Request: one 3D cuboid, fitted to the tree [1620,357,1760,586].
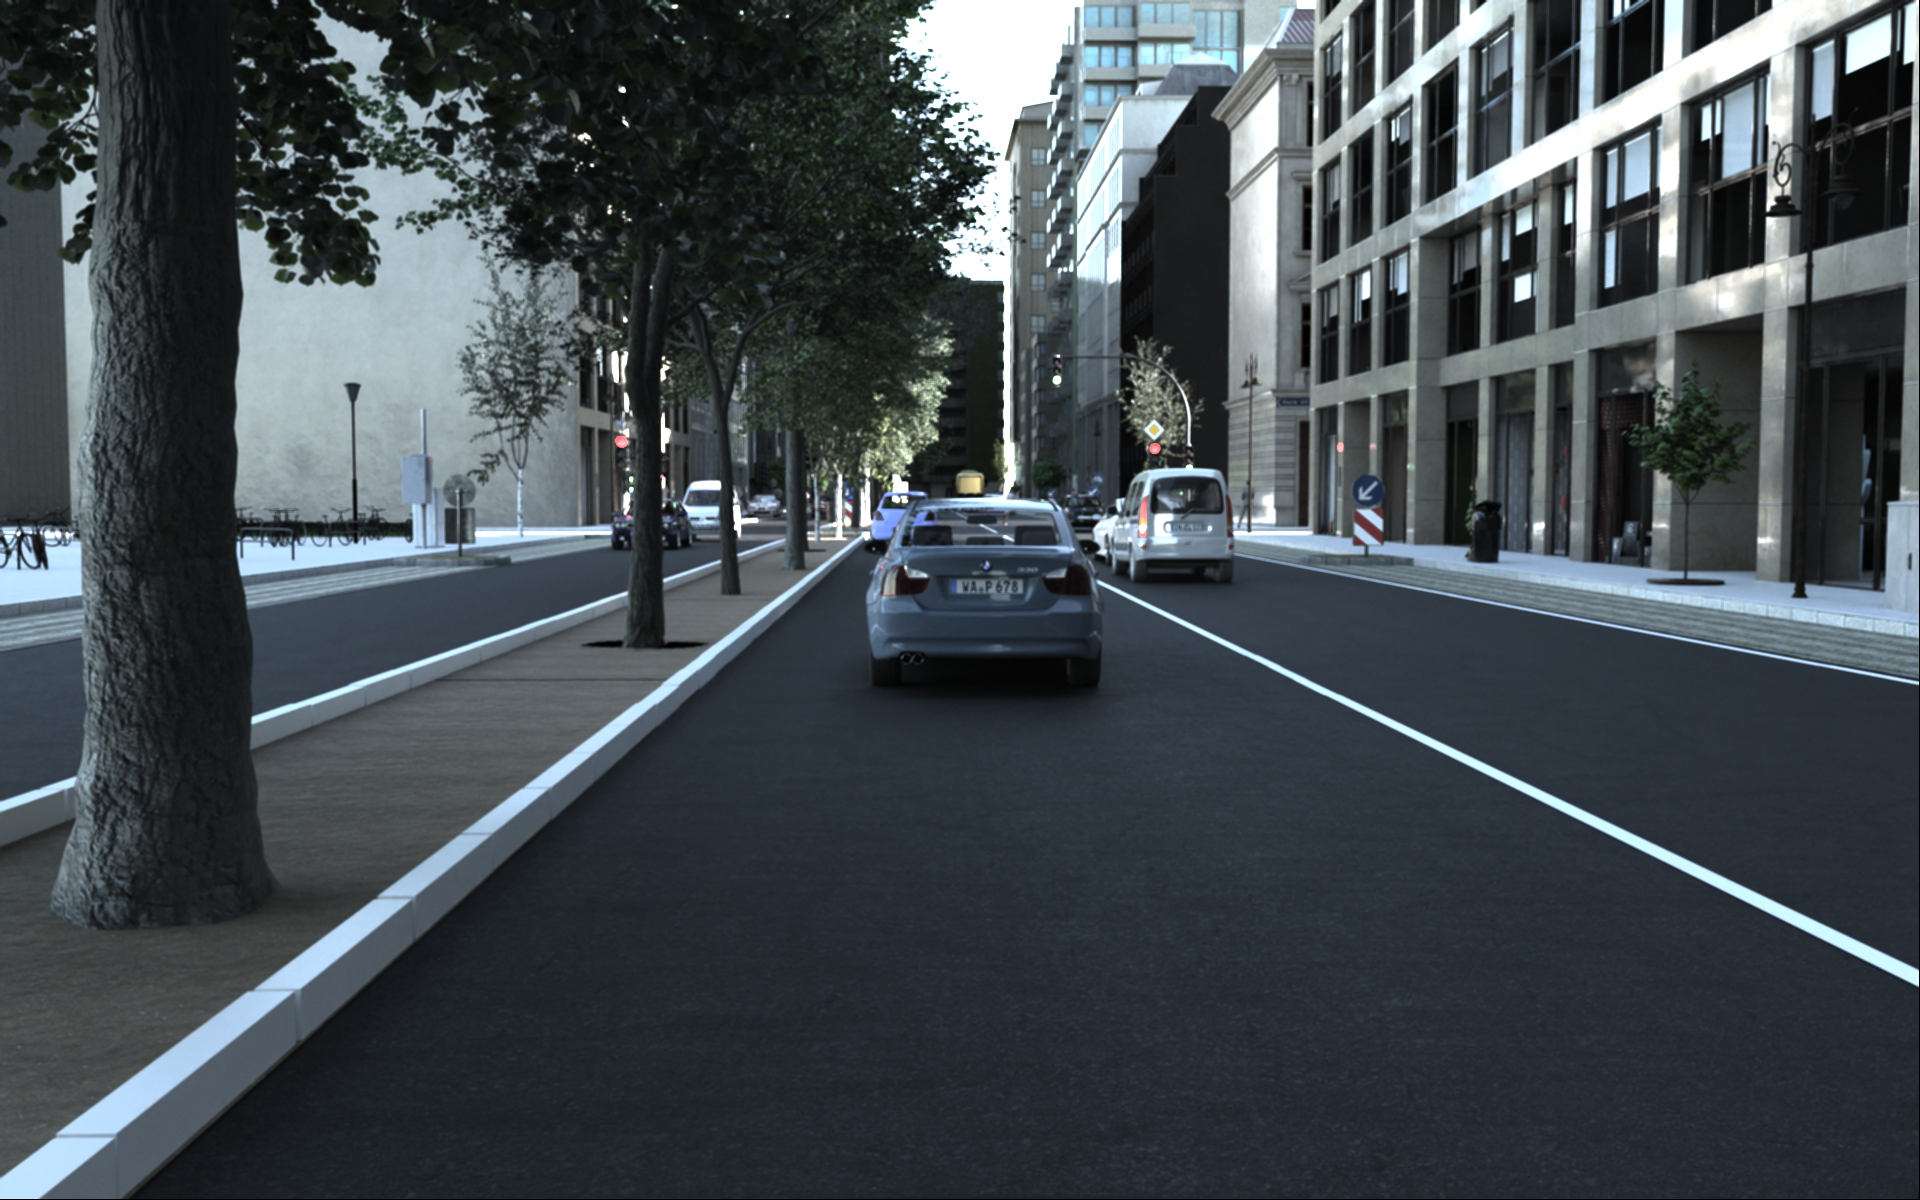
[{"bbox_3d":[10.484,-1.835,24.602,1.663,3.219,1.824,0,3,0],"label":"tree"}]

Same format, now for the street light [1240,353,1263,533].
[{"bbox_3d":[9.538,-5.140,56.823,0.468,5.910,1.993,0,4,-1],"label":"street light"}]

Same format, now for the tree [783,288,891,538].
[{"bbox_3d":[-3.934,-6.297,55.779,4.360,8.622,3.978,0,3,0],"label":"tree"}]

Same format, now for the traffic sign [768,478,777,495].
[{"bbox_3d":[-14.961,-8.446,138.195,0.768,2.556,0.104,0,4,0],"label":"traffic sign"}]

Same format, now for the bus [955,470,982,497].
[{"bbox_3d":[0.957,-11.424,178.321,2.896,3.916,12.252,0,4,-1],"label":"bus"}]

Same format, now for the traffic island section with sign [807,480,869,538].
[{"bbox_3d":[-4.126,-3.001,57.202,2.006,1.907,1.989,0,4,-1],"label":"traffic island section with sign"}]

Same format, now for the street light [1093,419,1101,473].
[{"bbox_3d":[8.276,-8.066,104.667,0.468,5.910,1.993,0,4,-1],"label":"street light"}]

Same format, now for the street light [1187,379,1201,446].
[{"bbox_3d":[9.307,-5.909,69.399,0.468,5.910,1.993,0,4,-1],"label":"street light"}]

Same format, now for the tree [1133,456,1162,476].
[{"bbox_3d":[9.310,-5.581,85.859,1.663,3.219,1.824,0,3,0],"label":"tree"}]

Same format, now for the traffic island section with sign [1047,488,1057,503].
[{"bbox_3d":[6.029,-6.620,116.860,1.989,1.847,2.006,0,4,-1],"label":"traffic island section with sign"}]

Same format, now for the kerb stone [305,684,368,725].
[{"bbox_3d":[-4.041,0.685,11.122,0.120,0.150,1.000,0,4,-1],"label":"kerb stone"}]

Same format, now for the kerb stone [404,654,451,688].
[{"bbox_3d":[-4.083,0.552,13.165,0.120,0.150,1.000,0,4,-1],"label":"kerb stone"}]

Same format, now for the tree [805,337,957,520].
[{"bbox_3d":[-4.918,-10.699,94.388,9.611,12.733,9.660,0,3,0],"label":"tree"}]

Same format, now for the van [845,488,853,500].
[{"bbox_3d":[-10.185,-9.533,160.242,2.240,2.365,5.245,0,4,0],"label":"van"}]

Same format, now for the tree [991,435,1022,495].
[{"bbox_3d":[5.717,-16.377,218.131,4.737,8.622,4.395,0,3,0],"label":"tree"}]

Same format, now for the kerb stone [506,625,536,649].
[{"bbox_3d":[-4.167,0.370,16.229,0.120,0.150,1.000,0,4,-1],"label":"kerb stone"}]

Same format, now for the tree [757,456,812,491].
[{"bbox_3d":[-15.402,-9.890,145.422,4.285,4.588,4.351,0,3,0],"label":"tree"}]

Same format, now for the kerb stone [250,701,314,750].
[{"bbox_3d":[-4.016,0.741,10.089,0.120,0.150,1.000,0,4,-1],"label":"kerb stone"}]

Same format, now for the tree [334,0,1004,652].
[{"bbox_3d":[-2.830,-5.352,15.722,9.928,11.665,9.643,0,3,0],"label":"tree"}]

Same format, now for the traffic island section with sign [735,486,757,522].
[{"bbox_3d":[-11.513,-4.939,89.384,1.989,1.847,2.006,0,4,-1],"label":"traffic island section with sign"}]

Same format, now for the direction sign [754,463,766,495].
[{"bbox_3d":[-14.543,-8.202,126.100,0.876,3.537,0.379,0,4,-3],"label":"direction sign"}]

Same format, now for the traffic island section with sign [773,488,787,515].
[{"bbox_3d":[-12.194,-6.587,116.331,1.989,1.847,2.006,0,4,-1],"label":"traffic island section with sign"}]

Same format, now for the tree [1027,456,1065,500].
[{"bbox_3d":[7.396,-10.104,148.909,4.285,4.588,4.351,0,3,0],"label":"tree"}]

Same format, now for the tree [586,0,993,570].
[{"bbox_3d":[-3.242,-6.860,32.743,7.486,12.596,7.792,0,3,0],"label":"tree"}]

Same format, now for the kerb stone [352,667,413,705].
[{"bbox_3d":[-4.064,0.615,12.143,0.120,0.150,1.000,0,4,-1],"label":"kerb stone"}]

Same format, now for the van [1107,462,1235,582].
[{"bbox_3d":[3.574,-1.378,29.549,2.013,2.044,4.112,0,4,-1],"label":"van"}]

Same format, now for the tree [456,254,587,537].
[{"bbox_3d":[-13.109,-6.185,51.481,4.360,8.622,3.978,0,3,0],"label":"tree"}]

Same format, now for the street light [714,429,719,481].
[{"bbox_3d":[-14.127,-7.863,101.344,0.468,5.910,1.993,0,4,-1],"label":"street light"}]

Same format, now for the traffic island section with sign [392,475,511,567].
[{"bbox_3d":[-10.165,-1.606,34.885,1.989,1.847,2.006,0,4,-1],"label":"traffic island section with sign"}]

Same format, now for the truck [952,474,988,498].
[{"bbox_3d":[0.959,-10.406,166.058,3.469,3.379,9.791,0,4,0],"label":"truck"}]

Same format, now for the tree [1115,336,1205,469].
[{"bbox_3d":[9.045,-7.953,80.387,4.360,8.622,3.978,0,3,0],"label":"tree"}]

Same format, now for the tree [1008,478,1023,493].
[{"bbox_3d":[6.438,-12.905,205.600,1.663,3.219,1.824,0,3,0],"label":"tree"}]

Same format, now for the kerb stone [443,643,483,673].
[{"bbox_3d":[-4.118,0.493,14.186,0.120,0.150,1.000,0,4,-1],"label":"kerb stone"}]

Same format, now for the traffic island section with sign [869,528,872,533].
[{"bbox_3d":[-4.300,-3.454,64.607,2.006,1.907,1.989,0,4,-1],"label":"traffic island section with sign"}]

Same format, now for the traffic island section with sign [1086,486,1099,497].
[{"bbox_3d":[6.704,-4.972,89.913,1.989,1.847,2.006,0,4,-1],"label":"traffic island section with sign"}]

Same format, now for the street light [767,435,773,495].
[{"bbox_3d":[-15.028,-10.033,136.823,0.468,5.910,1.993,0,4,-1],"label":"street light"}]

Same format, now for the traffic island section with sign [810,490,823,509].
[{"bbox_3d":[-13.435,-9.688,167.028,1.989,1.847,2.006,0,4,-1],"label":"traffic island section with sign"}]

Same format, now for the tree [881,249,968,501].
[{"bbox_3d":[-6.309,-15.713,115.260,12.611,20.169,13.585,0,3,0],"label":"tree"}]

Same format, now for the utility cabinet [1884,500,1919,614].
[{"bbox_3d":[10.428,-0.472,18.882,0.306,1.237,1.020,1,4,8],"label":"utility cabinet"}]

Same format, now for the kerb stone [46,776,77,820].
[{"bbox_3d":[-3.960,0.865,8.046,0.120,0.150,1.000,0,4,-1],"label":"kerb stone"}]

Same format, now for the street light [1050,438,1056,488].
[{"bbox_3d":[7.524,-10.224,139.943,0.468,5.910,1.993,0,4,-1],"label":"street light"}]

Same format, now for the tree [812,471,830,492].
[{"bbox_3d":[-17.487,-14.225,216.293,4.285,4.588,4.351,0,3,0],"label":"tree"}]

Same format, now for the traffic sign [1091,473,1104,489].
[{"bbox_3d":[8.137,-6.279,102.763,0.768,2.556,0.104,0,4,-1],"label":"traffic sign"}]

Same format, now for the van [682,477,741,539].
[{"bbox_3d":[-7.821,-2.880,54.092,2.013,2.044,4.112,0,4,-2],"label":"van"}]

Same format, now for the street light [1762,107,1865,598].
[{"bbox_3d":[10.388,-2.964,21.247,0.468,5.910,1.993,0,4,-1],"label":"street light"}]

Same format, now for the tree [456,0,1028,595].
[{"bbox_3d":[-3.237,-5.365,24.595,8.767,10.594,7.601,0,4,-1],"label":"tree"}]

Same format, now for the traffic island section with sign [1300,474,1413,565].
[{"bbox_3d":[8.049,-1.642,35.474,1.989,1.847,2.006,0,4,-1],"label":"traffic island section with sign"}]

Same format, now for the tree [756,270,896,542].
[{"bbox_3d":[-4.197,-6.013,51.132,4.737,8.622,4.395,0,3,0],"label":"tree"}]

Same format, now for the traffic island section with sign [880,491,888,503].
[{"bbox_3d":[-6.173,-8.048,139.722,2.006,1.907,1.989,0,4,-1],"label":"traffic island section with sign"}]

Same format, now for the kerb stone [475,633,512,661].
[{"bbox_3d":[-4.137,0.427,15.208,0.120,0.150,1.000,0,4,-1],"label":"kerb stone"}]

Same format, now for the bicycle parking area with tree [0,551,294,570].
[{"bbox_3d":[-17.547,-2.788,32.578,8.231,4.147,9.016,-3,5,-41],"label":"bicycle parking area with tree"}]

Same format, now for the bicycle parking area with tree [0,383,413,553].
[{"bbox_3d":[-18.325,-3.552,45.076,8.231,4.147,9.016,1,4,21],"label":"bicycle parking area with tree"}]

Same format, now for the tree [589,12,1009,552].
[{"bbox_3d":[-3.902,-7.933,42.530,12.009,13.543,11.850,0,3,0],"label":"tree"}]

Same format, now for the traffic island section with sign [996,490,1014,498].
[{"bbox_3d":[4.778,-9.692,167.097,1.989,1.847,2.006,0,4,-1],"label":"traffic island section with sign"}]

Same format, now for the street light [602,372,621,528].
[{"bbox_3d":[-13.183,-5.676,65.595,0.468,5.910,1.993,0,4,-1],"label":"street light"}]

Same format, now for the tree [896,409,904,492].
[{"bbox_3d":[-4.362,-7.615,77.322,4.737,8.622,4.395,0,3,0],"label":"tree"}]

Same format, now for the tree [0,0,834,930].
[{"bbox_3d":[-2.772,-5.906,5.676,9.857,13.997,8.962,0,3,0],"label":"tree"}]

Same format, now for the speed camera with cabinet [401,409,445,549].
[{"bbox_3d":[-12.724,-2.857,41.046,0.660,3.252,2.038,0,4,-5],"label":"speed camera with cabinet"}]

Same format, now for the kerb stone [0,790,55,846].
[{"bbox_3d":[-3.934,0.928,7.018,0.120,0.150,1.000,0,4,-1],"label":"kerb stone"}]
